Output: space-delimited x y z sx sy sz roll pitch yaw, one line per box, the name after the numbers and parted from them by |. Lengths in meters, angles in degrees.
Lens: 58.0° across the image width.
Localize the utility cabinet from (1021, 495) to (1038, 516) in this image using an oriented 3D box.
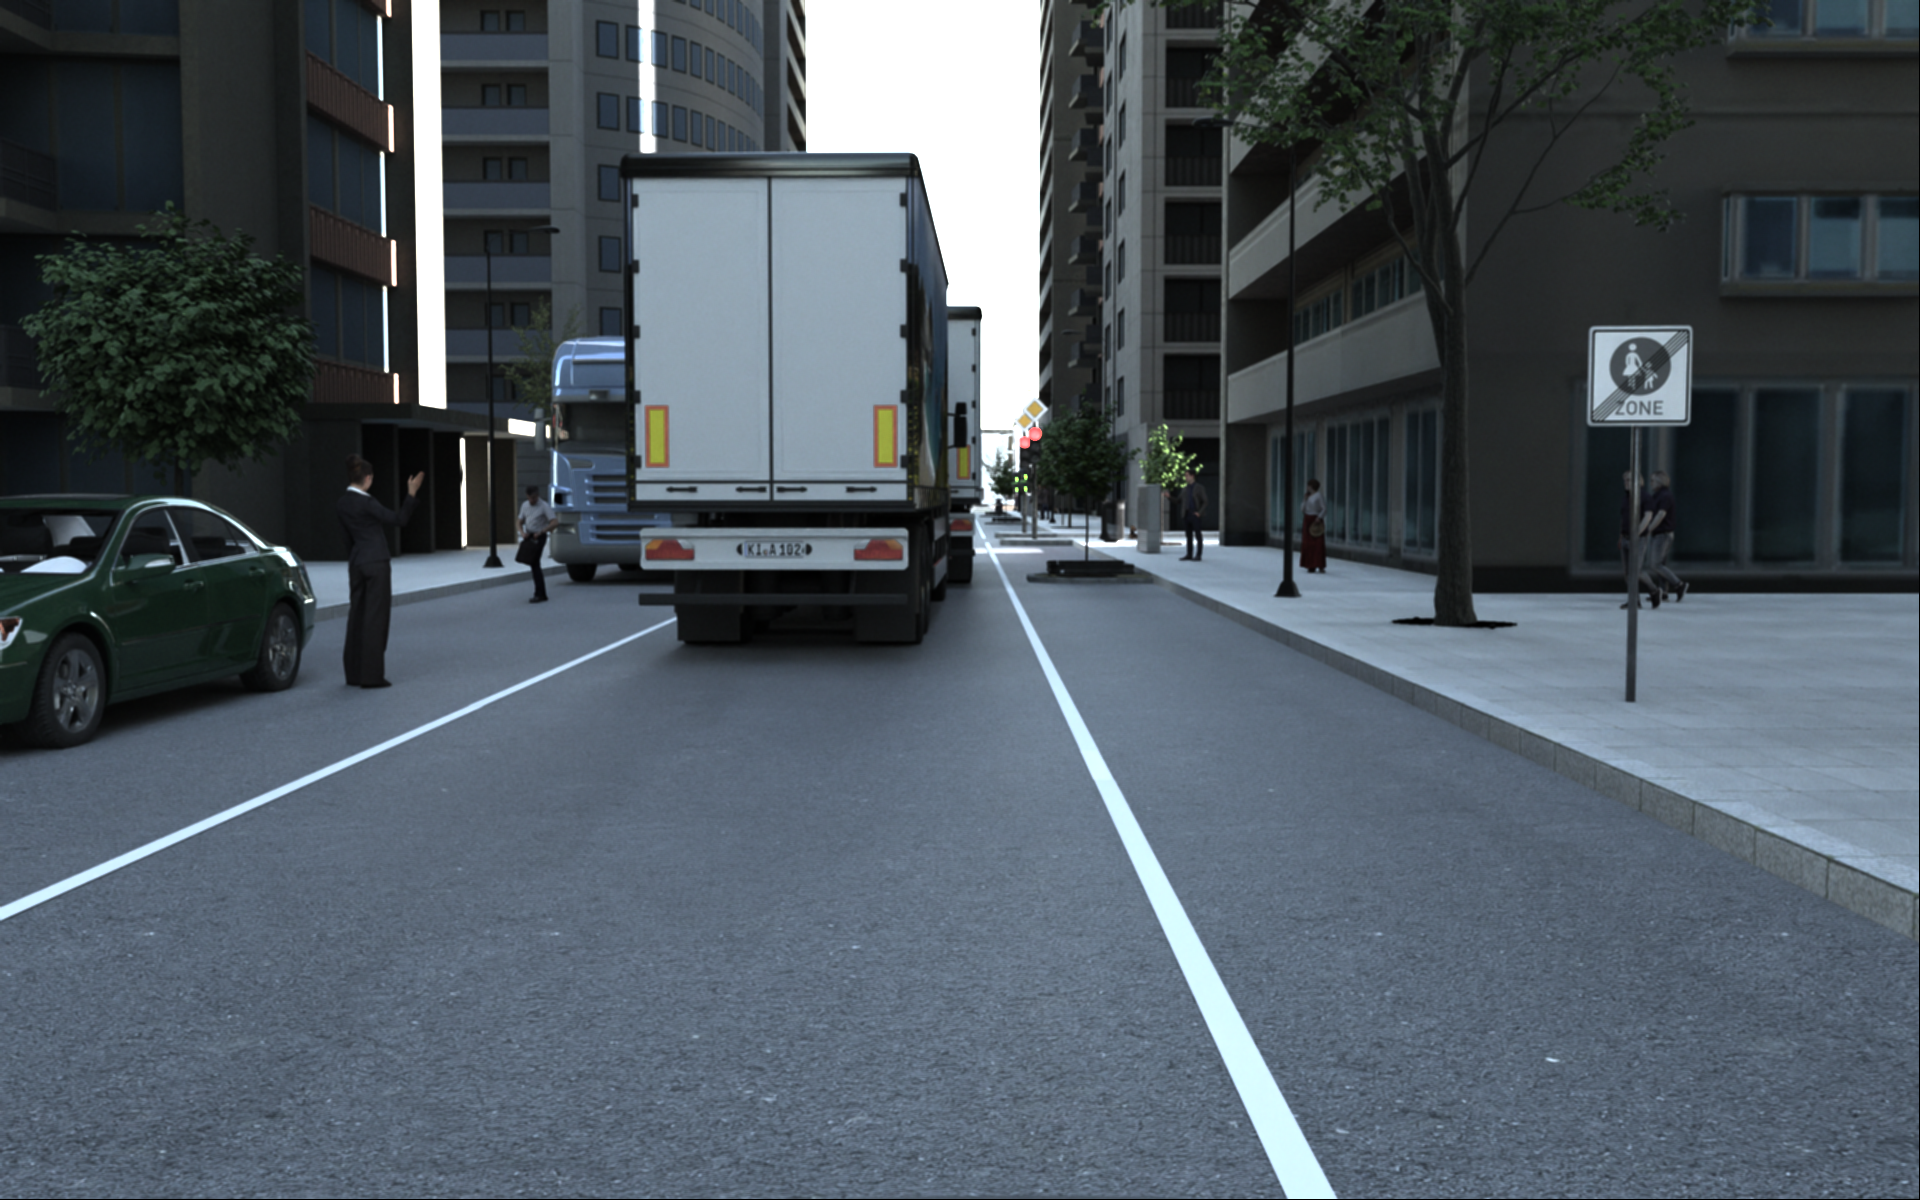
4.141 -5.644 103.440 1.020 1.237 0.306 0 4 -1 | utility cabinet

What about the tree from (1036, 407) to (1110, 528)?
4.080 -5.004 65.535 4.285 4.588 4.351 0 3 0 | tree

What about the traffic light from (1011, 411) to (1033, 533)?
2.117 -4.182 57.293 0.839 4.253 0.868 0 3 0 | traffic light

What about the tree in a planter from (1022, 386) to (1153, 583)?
2.111 -1.923 28.660 1.991 3.239 1.994 0 3 0 | tree in a planter

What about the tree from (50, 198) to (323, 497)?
-8.728 -2.187 19.472 4.285 4.588 4.351 0 3 0 | tree

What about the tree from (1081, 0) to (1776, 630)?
4.676 -5.559 16.647 9.928 11.665 9.643 0 3 0 | tree

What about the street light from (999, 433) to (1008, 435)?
3.698 -9.780 132.438 1.470 5.913 1.316 0 3 0 | street light

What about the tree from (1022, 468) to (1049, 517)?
4.495 -6.371 98.760 1.663 3.219 1.824 0 3 0 | tree

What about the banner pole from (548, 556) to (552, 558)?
-8.130 -2.761 35.166 0.401 3.779 0.863 0 4 0 | banner pole

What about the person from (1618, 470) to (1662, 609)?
7.582 -0.674 19.270 0.471 1.553 0.569 1 4 19 | person

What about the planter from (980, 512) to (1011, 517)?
2.228 -5.374 109.009 1.991 0.319 1.994 0 3 0 | planter

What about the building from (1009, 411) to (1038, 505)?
10.648 -15.307 192.421 9.099 9.664 28.070 0 3 0 | building

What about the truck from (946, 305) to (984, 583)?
-1.063 -2.592 31.296 2.839 4.237 11.283 0 4 -2 | truck

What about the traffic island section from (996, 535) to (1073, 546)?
2.146 -1.660 49.422 2.009 0.180 2.903 0 3 0 | traffic island section

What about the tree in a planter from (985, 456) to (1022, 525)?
2.174 -5.184 81.976 1.991 3.239 1.994 0 3 0 | tree in a planter

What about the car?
-5.864 0.032 11.281 2.131 1.459 4.920 0 4 2 | car

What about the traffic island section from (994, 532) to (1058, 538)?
2.157 -2.148 57.407 2.009 0.180 2.903 0 3 0 | traffic island section

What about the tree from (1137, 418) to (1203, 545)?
5.074 -3.001 43.667 1.663 3.219 1.824 0 3 0 | tree

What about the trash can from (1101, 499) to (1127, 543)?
4.049 -2.093 45.873 0.748 1.137 0.748 0 3 0 | trash can

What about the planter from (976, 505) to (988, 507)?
2.327 -10.093 186.165 1.991 0.319 1.994 0 3 0 | planter

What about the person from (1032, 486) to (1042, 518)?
4.278 -5.292 93.286 0.841 1.734 0.376 -1 4 -9 | person

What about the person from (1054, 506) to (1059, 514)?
6.167 -5.780 111.021 0.357 0.543 0.381 0 4 -5 | person

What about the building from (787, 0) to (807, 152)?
-21.913 -30.195 117.386 21.300 48.544 21.600 0 3 0 | building

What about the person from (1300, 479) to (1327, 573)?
5.777 -1.206 28.222 0.387 1.526 0.523 -2 4 -34 | person

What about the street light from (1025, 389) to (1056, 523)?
3.561 -6.369 76.680 1.470 5.913 1.316 0 3 0 | street light

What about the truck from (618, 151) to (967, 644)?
-1.427 -1.891 19.830 2.839 4.237 11.283 0 4 1 | truck

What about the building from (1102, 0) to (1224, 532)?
16.657 -38.459 67.057 20.611 71.187 20.563 0 3 0 | building

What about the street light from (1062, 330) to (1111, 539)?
3.587 -4.693 49.277 1.470 5.913 1.316 0 3 0 | street light

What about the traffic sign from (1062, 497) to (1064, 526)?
4.185 -4.312 70.498 0.884 2.594 0.081 0 4 7 | traffic sign

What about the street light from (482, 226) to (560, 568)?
-7.631 -3.524 30.154 1.470 5.913 1.316 0 3 0 | street light

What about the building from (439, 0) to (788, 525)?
-20.319 -33.164 84.234 21.231 58.520 28.212 0 3 0 | building

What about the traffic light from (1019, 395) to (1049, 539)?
2.106 -3.693 49.308 0.839 4.253 0.868 0 3 0 | traffic light

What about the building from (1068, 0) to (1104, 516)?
17.434 -26.962 95.458 22.147 44.769 28.867 0 3 0 | building

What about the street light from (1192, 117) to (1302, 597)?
3.563 -2.995 21.506 1.470 5.913 1.316 0 3 0 | street light

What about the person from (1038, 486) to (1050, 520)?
4.183 -4.864 86.395 0.655 1.722 0.431 -3 5 -41 | person

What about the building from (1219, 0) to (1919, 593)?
17.117 -24.932 31.347 21.300 48.544 21.600 0 3 0 | building

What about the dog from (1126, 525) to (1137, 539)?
4.863 -1.931 49.310 0.550 0.427 0.748 2 4 34 | dog

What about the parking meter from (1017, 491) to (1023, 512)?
4.271 -7.016 123.116 0.372 1.533 0.369 0 3 0 | parking meter

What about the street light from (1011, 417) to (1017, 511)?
3.793 -8.076 104.580 1.470 5.913 1.316 0 3 0 | street light

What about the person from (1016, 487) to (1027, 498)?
4.989 -8.088 138.371 1.348 1.812 0.705 -3 4 -37 | person

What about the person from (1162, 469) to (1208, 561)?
4.323 -1.634 33.289 0.750 1.759 0.617 -2 4 -27 | person

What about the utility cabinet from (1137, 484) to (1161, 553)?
4.115 -1.785 37.864 0.318 1.500 1.173 0 4 -5 | utility cabinet

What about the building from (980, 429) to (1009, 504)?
-2.478 -17.187 223.153 28.070 9.664 9.099 0 3 0 | building

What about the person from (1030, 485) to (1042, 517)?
4.144 -5.161 90.976 0.990 1.755 0.434 0 4 5 | person

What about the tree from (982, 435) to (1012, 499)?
4.434 -15.880 210.001 4.360 8.622 3.978 0 3 0 | tree

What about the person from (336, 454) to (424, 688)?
-4.280 -0.218 12.872 0.742 1.727 0.445 0 4 4 | person

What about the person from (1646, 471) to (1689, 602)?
8.350 -0.750 20.515 0.569 1.553 0.471 -2 4 -33 | person

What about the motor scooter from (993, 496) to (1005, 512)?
2.527 -6.110 112.682 0.815 1.314 1.986 0 4 -1 | motor scooter

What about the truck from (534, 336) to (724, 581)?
-5.151 -2.791 35.397 2.967 4.110 18.799 0 4 0 | truck

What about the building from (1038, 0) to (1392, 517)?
16.600 -30.415 120.983 21.300 48.544 21.600 0 3 0 | building

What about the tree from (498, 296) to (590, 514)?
-15.165 -7.038 65.435 4.737 8.622 4.395 0 3 0 | tree

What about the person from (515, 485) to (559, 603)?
-5.601 -0.750 22.976 0.614 1.554 0.590 2 4 24 | person

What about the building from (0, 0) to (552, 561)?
-24.805 -23.277 35.198 28.867 44.769 22.147 0 3 0 | building

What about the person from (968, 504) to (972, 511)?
0.829 -8.515 147.687 0.705 1.831 1.348 -1 4 -9 | person

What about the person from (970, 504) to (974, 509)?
1.169 -9.791 169.296 0.721 1.735 1.217 3 5 41 | person

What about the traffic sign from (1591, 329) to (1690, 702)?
4.142 -0.520 10.631 0.606 2.300 0.079 0 4 6 | traffic sign
